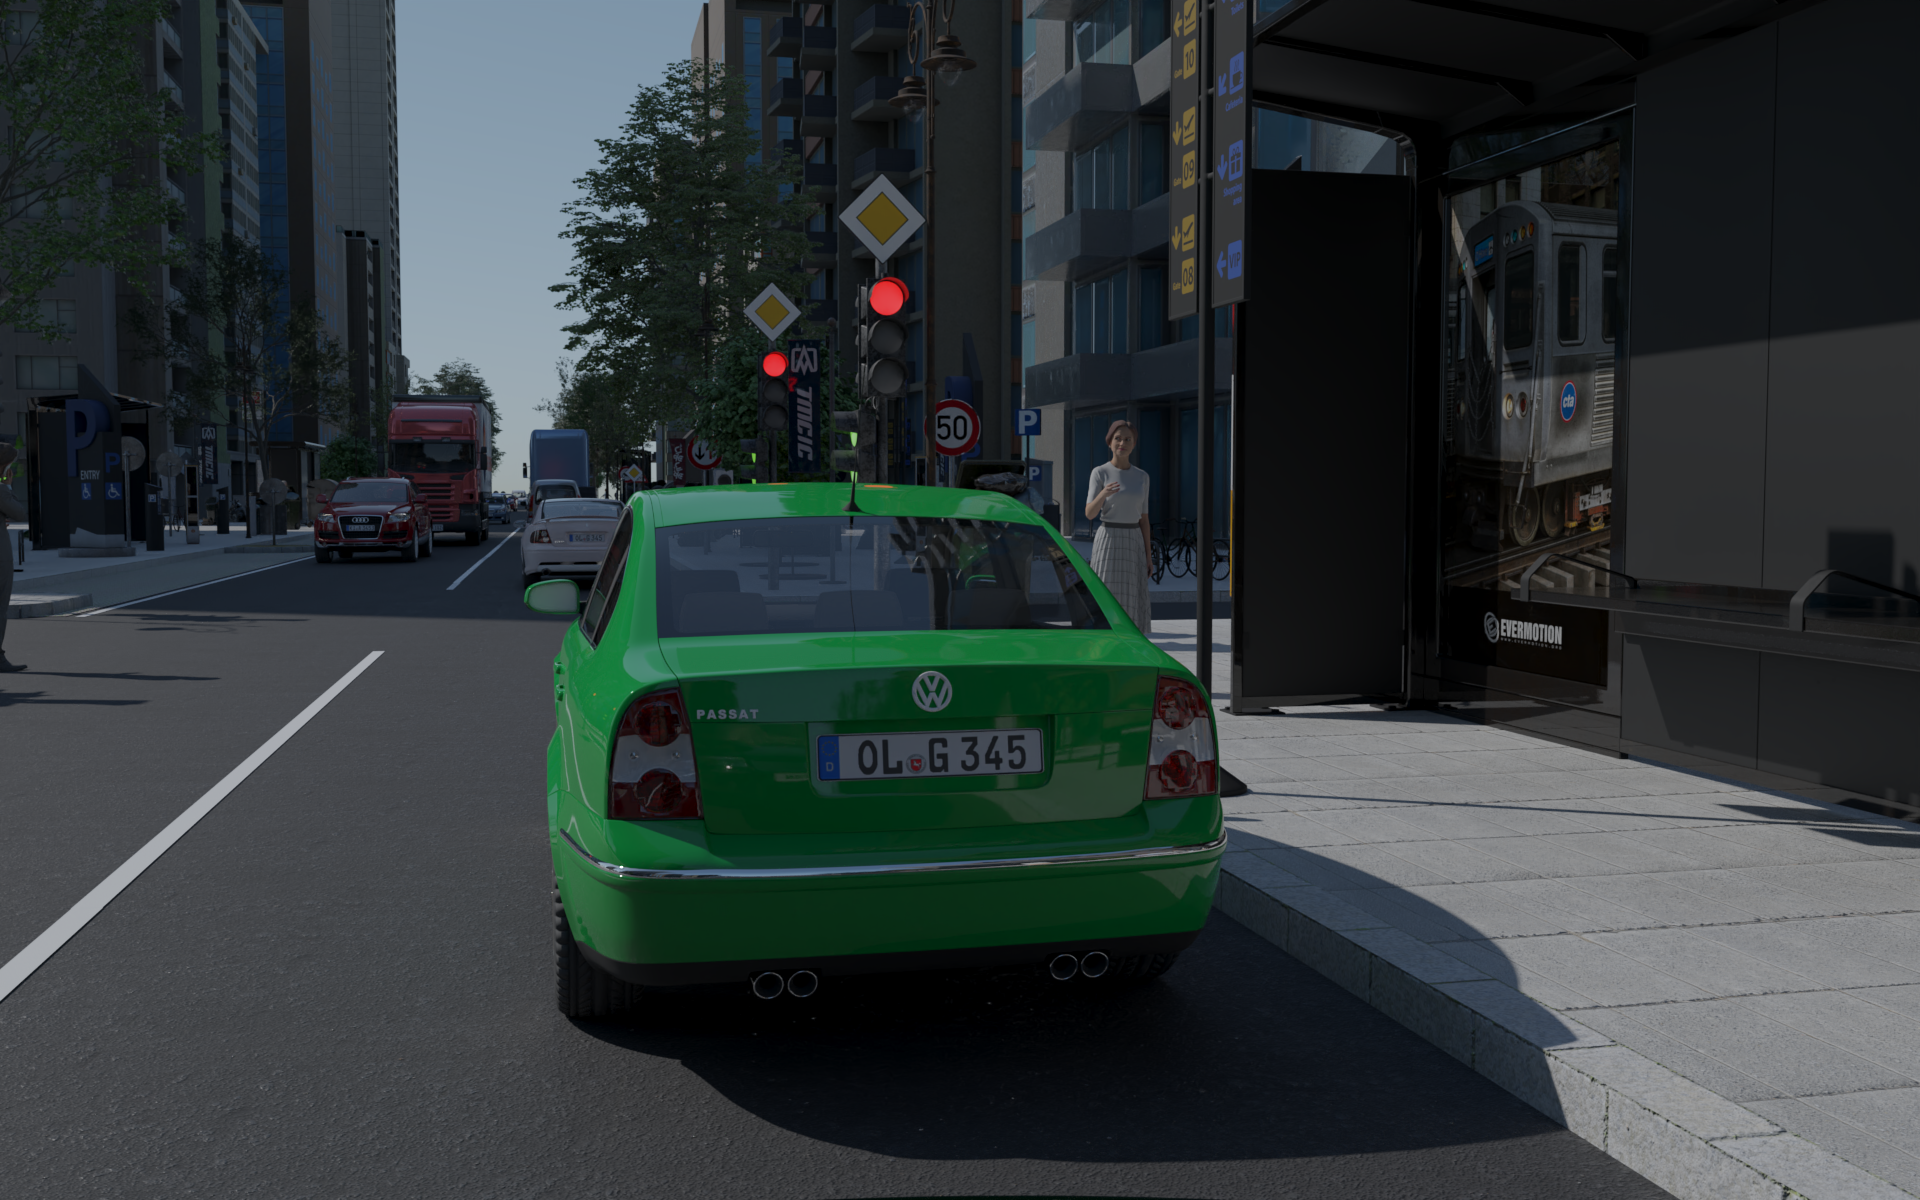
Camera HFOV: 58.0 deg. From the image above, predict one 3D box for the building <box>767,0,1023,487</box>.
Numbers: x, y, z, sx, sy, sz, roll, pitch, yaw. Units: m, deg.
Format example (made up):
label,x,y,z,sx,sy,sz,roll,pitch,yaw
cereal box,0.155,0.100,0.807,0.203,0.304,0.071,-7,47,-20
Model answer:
label,x,y,z,sx,sy,sz,roll,pitch,yaw
building,2.141,-26.384,86.003,22.147,44.769,28.867,-1,4,-13

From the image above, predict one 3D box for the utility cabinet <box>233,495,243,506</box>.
label,x,y,z,sx,sy,sz,roll,pitch,yaw
utility cabinet,-35.419,-4.549,85.530,1.020,1.237,0.306,2,4,27

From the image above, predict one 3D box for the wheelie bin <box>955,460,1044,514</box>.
label,x,y,z,sx,sy,sz,roll,pitch,yaw
wheelie bin,0.339,-0.503,16.127,0.980,1.594,0.693,-1,4,-20

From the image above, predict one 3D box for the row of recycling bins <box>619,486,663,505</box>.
label,x,y,z,sx,sy,sz,roll,pitch,yaw
row of recycling bins,-15.015,-4.725,84.366,3.534,1.692,1.069,1,4,20

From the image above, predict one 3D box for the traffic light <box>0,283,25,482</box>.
label,x,y,z,sx,sy,sz,roll,pitch,yaw
traffic light,-11.828,-1.958,20.930,0.839,4.253,0.868,-1,4,-13

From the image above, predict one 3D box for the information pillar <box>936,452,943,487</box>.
label,x,y,z,sx,sy,sz,roll,pitch,yaw
information pillar,-0.738,-3.614,50.445,0.504,3.616,0.183,-2,4,-30

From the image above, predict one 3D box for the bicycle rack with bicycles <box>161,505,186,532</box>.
label,x,y,z,sx,sy,sz,roll,pitch,yaw
bicycle rack with bicycles,-27.680,-2.782,58.865,2.852,0.926,2.925,-3,4,-39

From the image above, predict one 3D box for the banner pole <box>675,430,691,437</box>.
label,x,y,z,sx,sy,sz,roll,pitch,yaw
banner pole,-10.418,-4.679,66.521,0.401,3.779,0.863,-3,5,-40

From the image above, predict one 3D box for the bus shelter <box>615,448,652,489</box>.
label,x,y,z,sx,sy,sz,roll,pitch,yaw
bus shelter,-17.110,-6.088,90.819,1.731,3.624,6.357,-1,4,-13

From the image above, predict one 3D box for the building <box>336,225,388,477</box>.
label,x,y,z,sx,sy,sz,roll,pitch,yaw
building,-69.872,-25.387,186.778,14.160,30.474,14.107,-1,4,-13

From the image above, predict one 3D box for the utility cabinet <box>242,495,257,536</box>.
label,x,y,z,sx,sy,sz,roll,pitch,yaw
utility cabinet,-21.671,-2.554,52.924,0.306,1.237,1.020,-1,4,-23

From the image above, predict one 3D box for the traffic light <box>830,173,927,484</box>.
label,x,y,z,sx,sy,sz,roll,pitch,yaw
traffic light,-0.711,-1.615,15.321,0.839,4.253,0.868,-1,4,-13

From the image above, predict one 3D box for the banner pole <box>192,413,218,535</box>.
label,x,y,z,sx,sy,sz,roll,pitch,yaw
banner pole,-23.481,-3.902,53.809,0.863,3.779,0.401,-2,4,-26

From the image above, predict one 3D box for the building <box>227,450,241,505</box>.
label,x,y,z,sx,sy,sz,roll,pitch,yaw
building,-52.258,-40.371,98.310,20.563,71.187,20.611,-1,4,-13

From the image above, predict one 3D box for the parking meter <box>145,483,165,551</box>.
label,x,y,z,sx,sy,sz,roll,pitch,yaw
parking meter,-18.182,-1.877,39.096,0.372,1.533,0.369,0,3,0

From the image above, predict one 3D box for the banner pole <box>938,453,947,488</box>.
label,x,y,z,sx,sy,sz,roll,pitch,yaw
banner pole,-0.409,-3.396,45.539,0.401,3.779,0.863,-1,4,-22

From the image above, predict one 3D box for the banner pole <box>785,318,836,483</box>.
label,x,y,z,sx,sy,sz,roll,pitch,yaw
banner pole,-2.052,-2.121,24.694,0.863,3.779,0.401,0,4,0

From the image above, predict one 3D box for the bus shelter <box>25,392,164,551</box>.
label,x,y,z,sx,sy,sz,roll,pitch,yaw
bus shelter,-21.048,-3.127,42.414,1.731,3.624,6.357,-1,4,-13

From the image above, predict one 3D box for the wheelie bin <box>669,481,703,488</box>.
label,x,y,z,sx,sy,sz,roll,pitch,yaw
wheelie bin,-6.477,-2.109,42.387,0.693,1.594,0.980,2,4,27

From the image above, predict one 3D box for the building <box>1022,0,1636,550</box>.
label,x,y,z,sx,sy,sz,roll,pitch,yaw
building,16.674,-26.258,48.926,30.456,49.044,23.786,-1,4,-13

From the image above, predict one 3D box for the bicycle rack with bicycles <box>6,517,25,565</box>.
label,x,y,z,sx,sy,sz,roll,pitch,yaw
bicycle rack with bicycles,-18.159,-1.099,31.357,2.852,0.926,2.925,-2,4,-26

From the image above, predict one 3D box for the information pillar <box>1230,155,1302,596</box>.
label,x,y,z,sx,sy,sz,roll,pitch,yaw
information pillar,2.139,-1.266,12.057,0.504,3.616,0.183,-1,4,-15

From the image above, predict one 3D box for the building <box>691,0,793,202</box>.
label,x,y,z,sx,sy,sz,roll,pitch,yaw
building,-16.862,-31.067,158.059,14.600,45.320,14.200,-1,4,-13

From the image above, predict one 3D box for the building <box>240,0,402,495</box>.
label,x,y,z,sx,sy,sz,roll,pitch,yaw
building,-83.209,-48.434,230.149,20.563,71.187,20.611,-1,4,-13

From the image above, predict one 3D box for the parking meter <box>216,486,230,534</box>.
label,x,y,z,sx,sy,sz,roll,pitch,yaw
parking meter,-23.630,-2.880,55.505,0.372,1.533,0.369,0,3,0

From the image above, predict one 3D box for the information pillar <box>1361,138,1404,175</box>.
label,x,y,z,sx,sy,sz,roll,pitch,yaw
information pillar,2.681,-1.223,11.353,0.183,3.616,0.504,-3,5,-39

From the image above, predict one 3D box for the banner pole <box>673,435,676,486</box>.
label,x,y,z,sx,sy,sz,roll,pitch,yaw
banner pole,-11.797,-5.057,72.705,0.863,3.779,0.401,3,5,39

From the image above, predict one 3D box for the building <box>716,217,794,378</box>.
label,x,y,z,sx,sy,sz,roll,pitch,yaw
building,-2.309,-17.108,124.755,27.650,21.520,28.899,-1,4,-13

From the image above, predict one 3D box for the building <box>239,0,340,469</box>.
label,x,y,z,sx,sy,sz,roll,pitch,yaw
building,-58.732,-29.987,140.403,14.600,45.320,14.200,-1,4,-13

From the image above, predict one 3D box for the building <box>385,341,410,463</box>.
label,x,y,z,sx,sy,sz,roll,pitch,yaw
building,-81.179,-22.124,206.772,27.650,21.520,28.899,-1,4,-13

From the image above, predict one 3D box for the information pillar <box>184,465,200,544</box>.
label,x,y,z,sx,sy,sz,roll,pitch,yaw
information pillar,-19.675,-2.439,44.364,0.304,2.012,0.304,-2,4,-28

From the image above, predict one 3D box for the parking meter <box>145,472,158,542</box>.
label,x,y,z,sx,sy,sz,roll,pitch,yaw
parking meter,-21.937,-2.518,46.874,0.399,1.863,0.255,1,4,14

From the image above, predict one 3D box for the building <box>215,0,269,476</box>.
label,x,y,z,sx,sy,sz,roll,pitch,yaw
building,-62.589,-26.191,120.101,32.217,40.220,23.993,-1,4,-13

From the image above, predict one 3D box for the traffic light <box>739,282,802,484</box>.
label,x,y,z,sx,sy,sz,roll,pitch,yaw
traffic light,-2.517,-2.090,23.100,0.839,4.253,0.868,-1,4,-13

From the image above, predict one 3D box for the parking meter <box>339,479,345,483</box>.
label,x,y,z,sx,sy,sz,roll,pitch,yaw
parking meter,-24.471,-3.858,68.796,0.255,1.863,0.399,0,4,-4

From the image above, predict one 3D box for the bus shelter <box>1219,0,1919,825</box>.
label,x,y,z,sx,sy,sz,roll,pitch,yaw
bus shelter,2.736,-0.971,7.155,1.731,3.624,6.357,-1,4,-13

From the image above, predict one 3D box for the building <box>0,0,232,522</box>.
label,x,y,z,sx,sy,sz,roll,pitch,yaw
building,-44.133,-24.422,82.892,14.154,41.232,14.086,-1,4,-13

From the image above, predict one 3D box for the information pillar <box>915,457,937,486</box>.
label,x,y,z,sx,sy,sz,roll,pitch,yaw
information pillar,-0.668,-1.809,34.063,0.304,2.012,0.304,3,5,39

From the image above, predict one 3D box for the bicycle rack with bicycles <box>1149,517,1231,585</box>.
label,x,y,z,sx,sy,sz,roll,pitch,yaw
bicycle rack with bicycles,3.297,-0.764,25.882,2.852,0.926,2.925,-2,4,-23

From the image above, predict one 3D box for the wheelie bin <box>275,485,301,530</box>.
label,x,y,z,sx,sy,sz,roll,pitch,yaw
wheelie bin,-24.116,-3.317,62.148,0.980,1.594,0.693,1,4,21

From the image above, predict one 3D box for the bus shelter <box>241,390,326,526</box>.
label,x,y,z,sx,sy,sz,roll,pitch,yaw
bus shelter,-27.251,-5.633,69.728,2.179,5.291,8.768,-1,4,-13

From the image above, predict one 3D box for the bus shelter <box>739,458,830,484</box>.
label,x,y,z,sx,sy,sz,roll,pitch,yaw
bus shelter,-4.073,-2.872,38.248,1.731,3.624,6.357,-1,4,-13
